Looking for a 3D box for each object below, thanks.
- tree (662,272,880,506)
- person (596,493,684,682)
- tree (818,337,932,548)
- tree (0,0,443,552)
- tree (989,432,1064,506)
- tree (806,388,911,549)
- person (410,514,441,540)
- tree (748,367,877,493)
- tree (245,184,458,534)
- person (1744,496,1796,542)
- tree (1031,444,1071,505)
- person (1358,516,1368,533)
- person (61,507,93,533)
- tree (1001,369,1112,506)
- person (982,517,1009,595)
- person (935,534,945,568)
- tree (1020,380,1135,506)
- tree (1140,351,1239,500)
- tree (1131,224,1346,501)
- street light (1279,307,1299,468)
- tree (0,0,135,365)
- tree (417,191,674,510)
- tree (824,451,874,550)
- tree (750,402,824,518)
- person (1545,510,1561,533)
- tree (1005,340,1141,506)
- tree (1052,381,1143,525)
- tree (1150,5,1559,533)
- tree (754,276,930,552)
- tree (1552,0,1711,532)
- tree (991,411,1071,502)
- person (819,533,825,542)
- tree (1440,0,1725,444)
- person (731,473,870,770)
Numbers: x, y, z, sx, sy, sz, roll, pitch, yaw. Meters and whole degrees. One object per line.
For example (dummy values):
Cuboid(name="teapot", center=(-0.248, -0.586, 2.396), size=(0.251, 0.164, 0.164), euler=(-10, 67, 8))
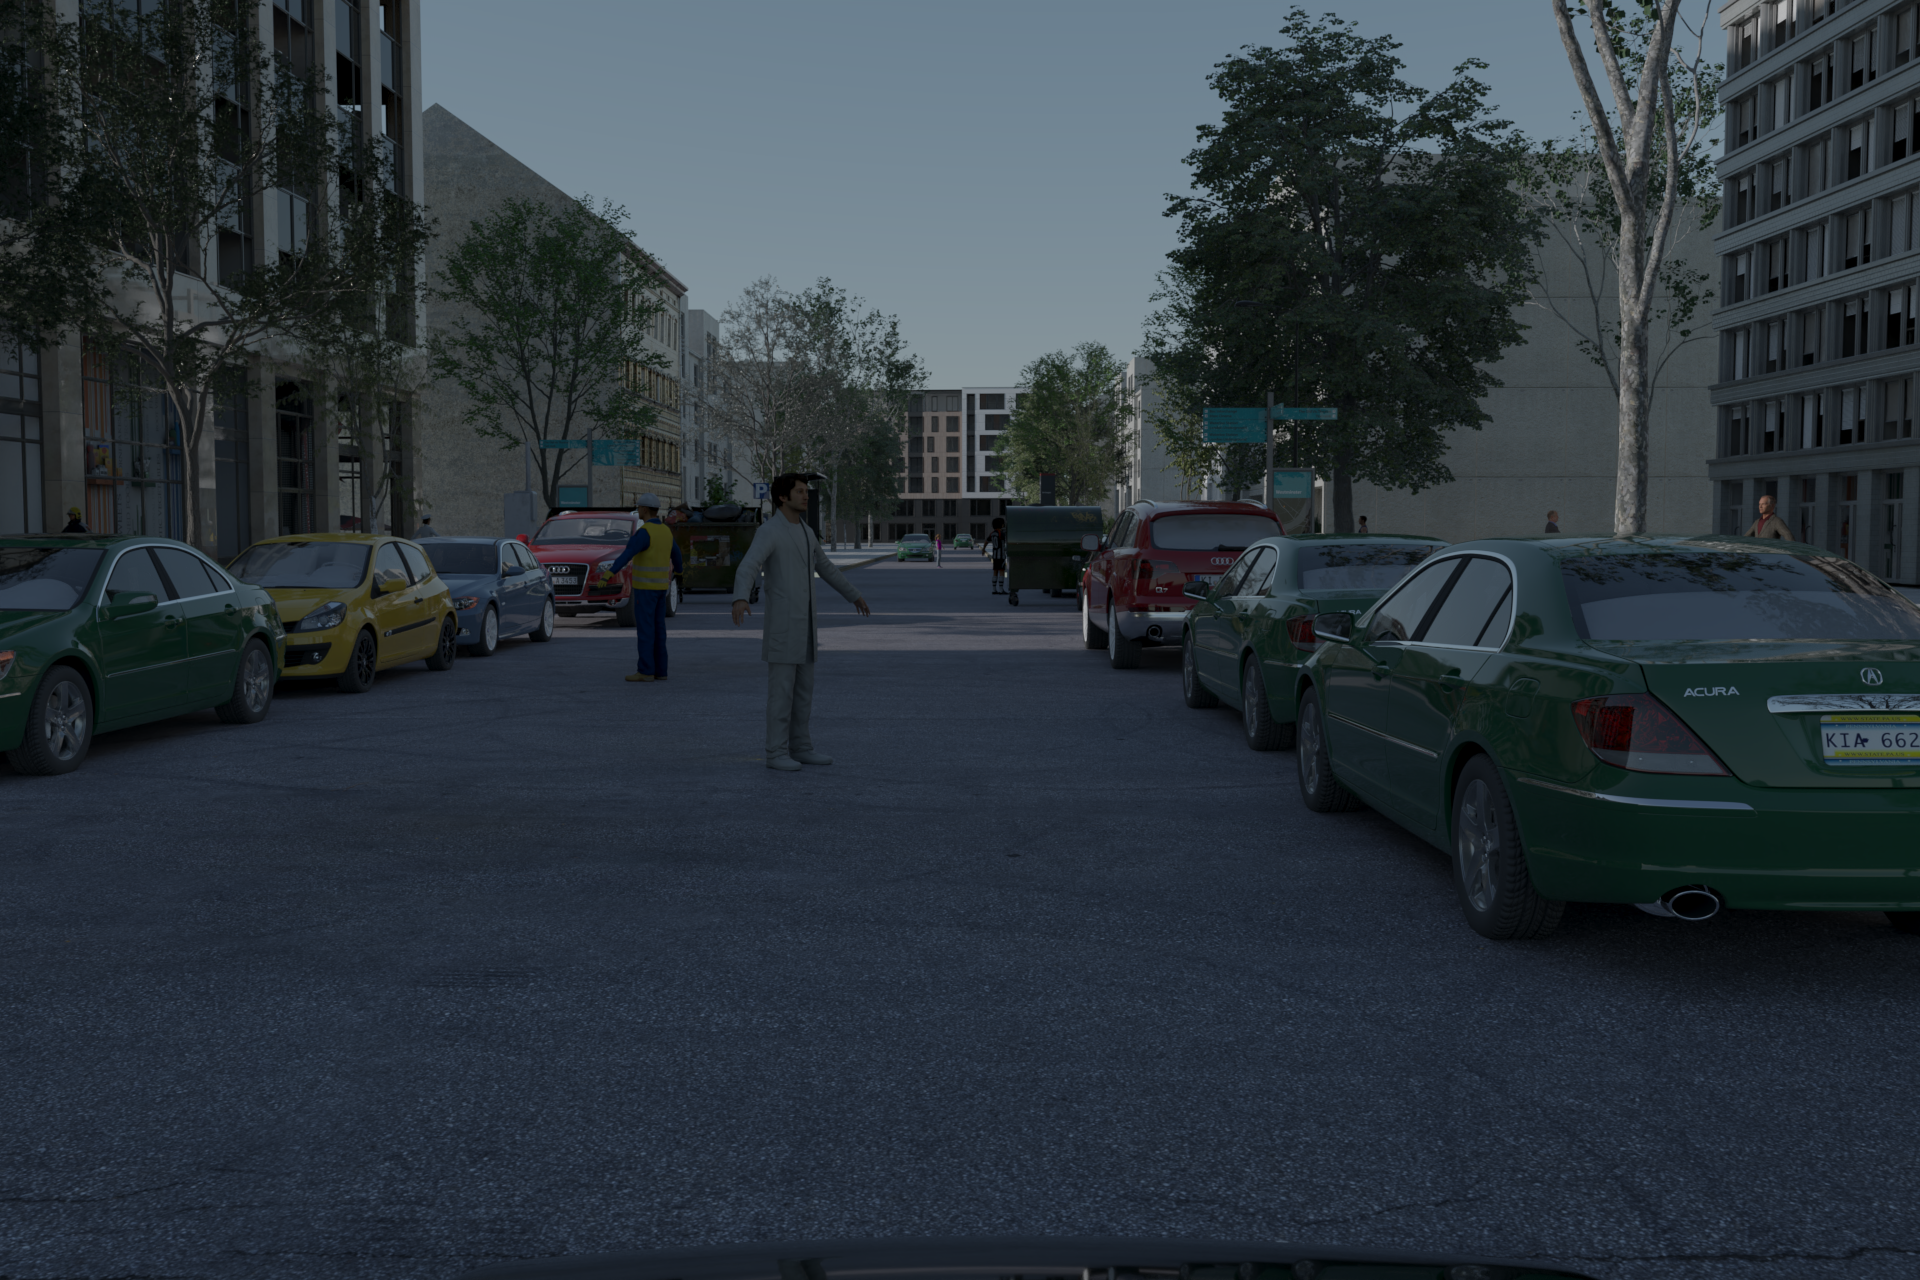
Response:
Cuboid(name="tree", center=(-8.878, -10.516, 82.304), size=(12.009, 13.543, 11.850), euler=(0, 3, 0))
Cuboid(name="person", center=(-3.052, -0.520, 16.925), size=(0.705, 1.833, 1.349), euler=(2, 4, 25))
Cuboid(name="tree", center=(-9.062, -18.905, 164.990), size=(12.611, 20.169, 13.585), euler=(0, 3, 0))
Cuboid(name="tree", center=(-11.925, -5.680, 27.284), size=(8.767, 10.594, 7.601), euler=(1, 4, 11))
Cuboid(name="tree", center=(6.364, -14.133, 156.827), size=(9.928, 11.665, 9.643), euler=(0, 3, 0))
Cuboid(name="tree", center=(-8.994, -14.893, 150.152), size=(9.857, 13.997, 8.962), euler=(0, 3, 0))
Cuboid(name="person", center=(-13.231, -2.245, 43.170), size=(1.216, 1.778, 0.721), euler=(1, 4, 17))
Cuboid(name="tree", center=(-8.830, -10.891, 103.828), size=(9.928, 11.665, 9.643), euler=(0, 3, 0))
Cuboid(name="tree", center=(-12.242, -5.266, 36.468), size=(4.360, 8.622, 3.978), euler=(0, 3, 0))
Cuboid(name="person", center=(11.051, -1.077, 23.795), size=(0.705, 1.807, 1.348), euler=(-1, 4, -18))
Cuboid(name="tree", center=(6.267, -10.822, 127.305), size=(4.360, 8.622, 3.978), euler=(0, 3, 0))
Cuboid(name="person", center=(11.469, -2.648, 49.458), size=(0.704, 1.807, 1.345), euler=(1, 4, 15))
Cuboid(name="person", center=(-18.728, -1.889, 36.650), size=(1.351, 1.858, 0.704), euler=(1, 4, 16))
Cuboid(name="tree", center=(6.360, -12.179, 117.251), size=(7.486, 12.596, 7.792), euler=(0, 3, 0))
Cuboid(name="person", center=(0.940, -1.977, 40.925), size=(0.704, 1.843, 1.345), euler=(-3, 5, -42))
Cuboid(name="person", center=(-0.832, -3.795, 73.764), size=(0.599, 1.433, 0.991), euler=(1, 4, 16))
Cuboid(name="tree", center=(7.025, -10.239, 101.827), size=(7.601, 10.594, 8.767), euler=(-2, 4, -32))
Cuboid(name="tree", center=(9.078, -7.158, 67.394), size=(4.737, 8.622, 4.395), euler=(0, 3, 0))
Cuboid(name="tree", center=(9.234, -8.027, 57.001), size=(9.928, 11.665, 9.643), euler=(0, 3, 0))
Cuboid(name="street light", center=(7.250, -3.796, 34.614), size=(1.470, 5.913, 1.316), euler=(0, 3, 0))
Cuboid(name="tree", center=(-12.304, -5.087, 17.580), size=(7.601, 10.594, 8.767), euler=(-2, 4, -26))
Cuboid(name="tree", center=(-12.640, -7.800, 53.287), size=(9.928, 11.665, 9.643), euler=(0, 3, 0))
Cuboid(name="tree", center=(-9.304, -11.576, 139.624), size=(4.360, 8.622, 3.978), euler=(0, 3, 0))
Cuboid(name="tree", center=(-9.246, -8.689, 92.434), size=(4.737, 8.622, 4.395), euler=(0, 3, 0))
Cuboid(name="person", center=(11.966, -1.728, 34.851), size=(0.434, 1.755, 0.990), euler=(1, 4, 16))
Cuboid(name="tree", center=(5.997, -10.176, 92.129), size=(9.928, 11.665, 9.643), euler=(0, 3, 0))
Cuboid(name="tree", center=(6.068, -8.190, 84.265), size=(4.360, 8.622, 3.978), euler=(0, 3, 0))
Cuboid(name="tree", center=(9.300, -8.265, 41.790), size=(9.857, 13.997, 8.962), euler=(0, 3, 0))
Cuboid(name="tree", center=(-8.535, -16.504, 125.722), size=(12.611, 20.169, 13.585), euler=(0, 3, 0))
Cuboid(name="tree", center=(7.254, -10.172, 22.201), size=(12.611, 20.169, 13.585), euler=(0, 3, 0))
Cuboid(name="tree", center=(6.315, -13.102, 139.977), size=(9.928, 11.665, 9.643), euler=(0, 3, 0))
Cuboid(name="person", center=(-7.257, -4.961, 87.340), size=(0.704, 1.802, 1.346), euler=(2, 4, 29))
Cuboid(name="tree", center=(23.873, -12.713, 63.746), size=(12.611, 20.169, 13.585), euler=(0, 3, 0))
Cuboid(name="person", center=(-1.015, -0.123, 10.649), size=(0.705, 1.806, 1.347), euler=(2, 4, 31))
